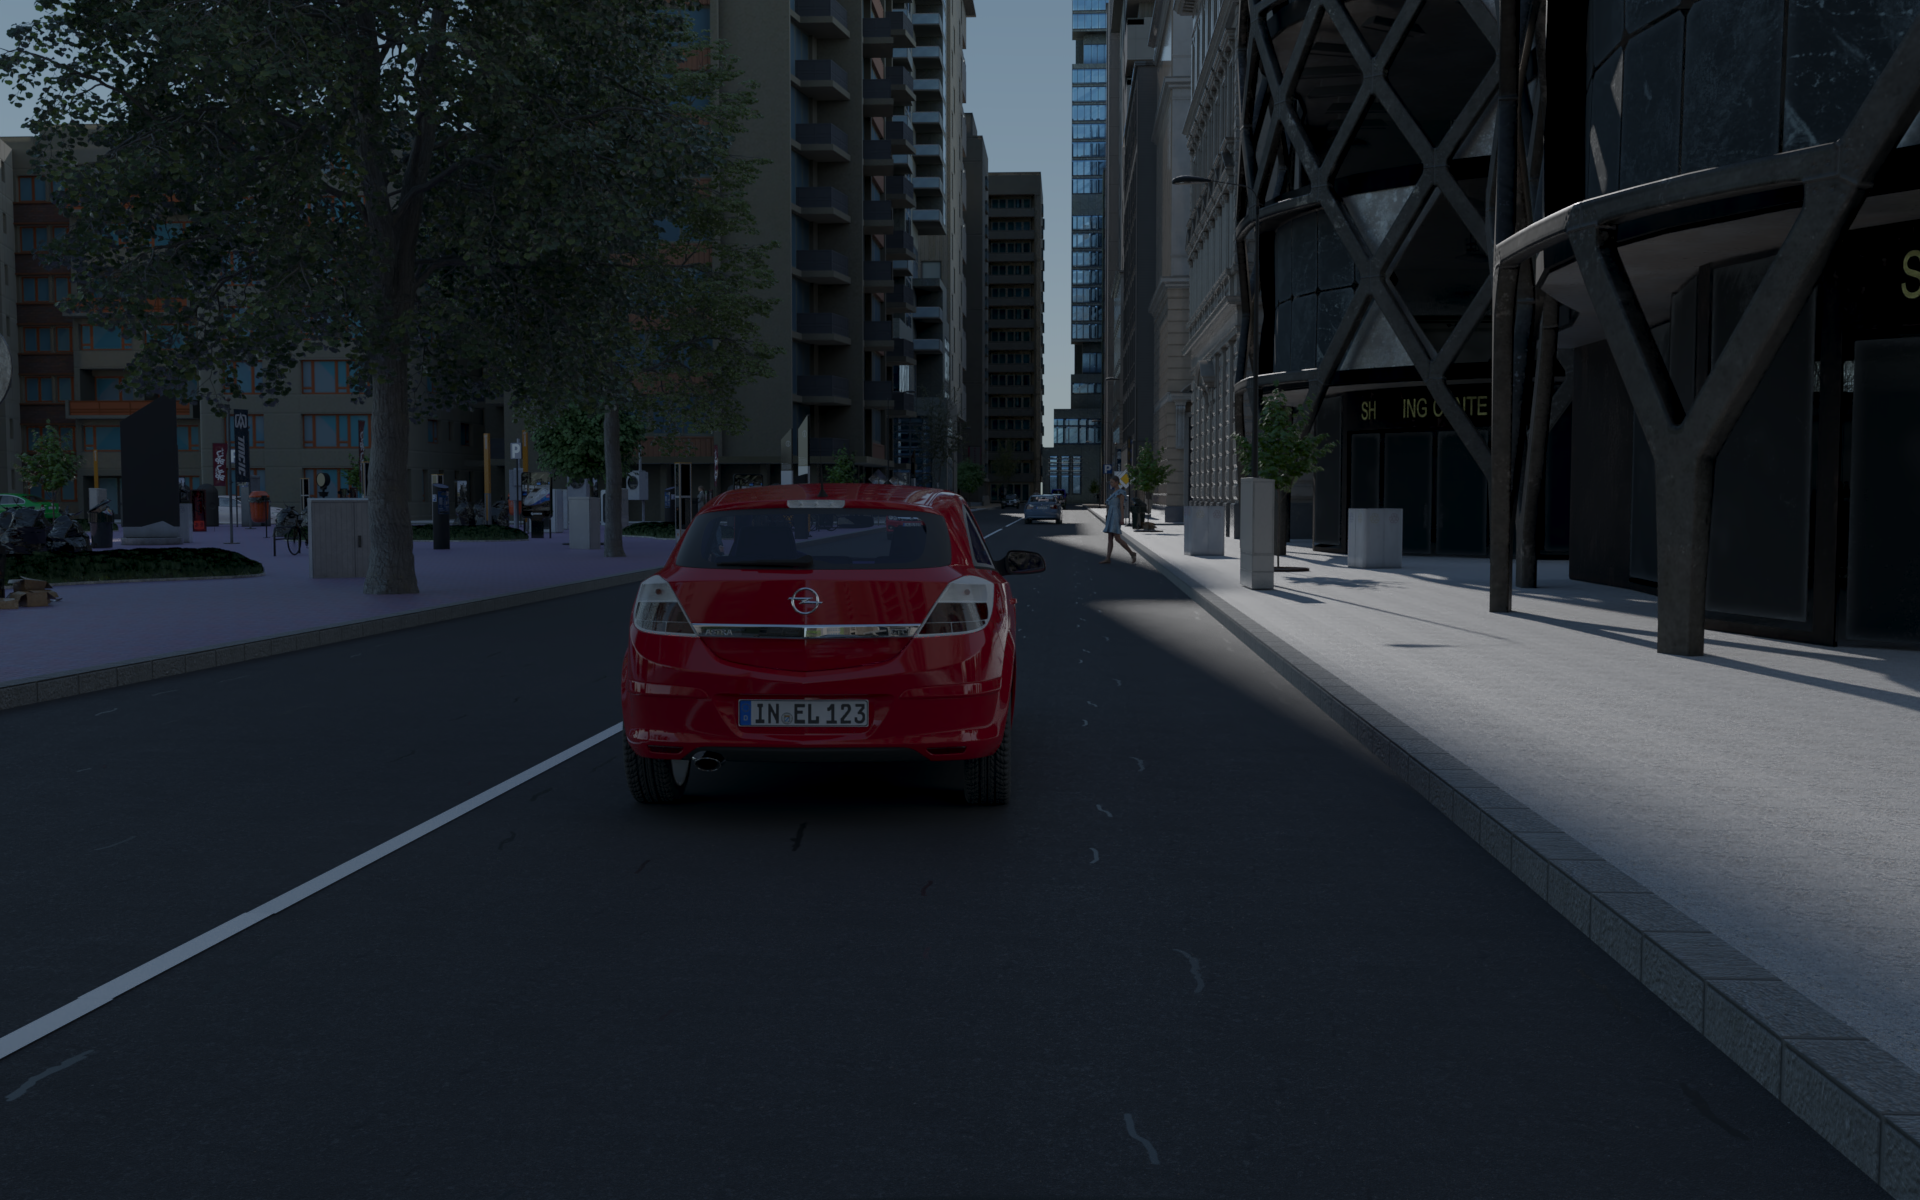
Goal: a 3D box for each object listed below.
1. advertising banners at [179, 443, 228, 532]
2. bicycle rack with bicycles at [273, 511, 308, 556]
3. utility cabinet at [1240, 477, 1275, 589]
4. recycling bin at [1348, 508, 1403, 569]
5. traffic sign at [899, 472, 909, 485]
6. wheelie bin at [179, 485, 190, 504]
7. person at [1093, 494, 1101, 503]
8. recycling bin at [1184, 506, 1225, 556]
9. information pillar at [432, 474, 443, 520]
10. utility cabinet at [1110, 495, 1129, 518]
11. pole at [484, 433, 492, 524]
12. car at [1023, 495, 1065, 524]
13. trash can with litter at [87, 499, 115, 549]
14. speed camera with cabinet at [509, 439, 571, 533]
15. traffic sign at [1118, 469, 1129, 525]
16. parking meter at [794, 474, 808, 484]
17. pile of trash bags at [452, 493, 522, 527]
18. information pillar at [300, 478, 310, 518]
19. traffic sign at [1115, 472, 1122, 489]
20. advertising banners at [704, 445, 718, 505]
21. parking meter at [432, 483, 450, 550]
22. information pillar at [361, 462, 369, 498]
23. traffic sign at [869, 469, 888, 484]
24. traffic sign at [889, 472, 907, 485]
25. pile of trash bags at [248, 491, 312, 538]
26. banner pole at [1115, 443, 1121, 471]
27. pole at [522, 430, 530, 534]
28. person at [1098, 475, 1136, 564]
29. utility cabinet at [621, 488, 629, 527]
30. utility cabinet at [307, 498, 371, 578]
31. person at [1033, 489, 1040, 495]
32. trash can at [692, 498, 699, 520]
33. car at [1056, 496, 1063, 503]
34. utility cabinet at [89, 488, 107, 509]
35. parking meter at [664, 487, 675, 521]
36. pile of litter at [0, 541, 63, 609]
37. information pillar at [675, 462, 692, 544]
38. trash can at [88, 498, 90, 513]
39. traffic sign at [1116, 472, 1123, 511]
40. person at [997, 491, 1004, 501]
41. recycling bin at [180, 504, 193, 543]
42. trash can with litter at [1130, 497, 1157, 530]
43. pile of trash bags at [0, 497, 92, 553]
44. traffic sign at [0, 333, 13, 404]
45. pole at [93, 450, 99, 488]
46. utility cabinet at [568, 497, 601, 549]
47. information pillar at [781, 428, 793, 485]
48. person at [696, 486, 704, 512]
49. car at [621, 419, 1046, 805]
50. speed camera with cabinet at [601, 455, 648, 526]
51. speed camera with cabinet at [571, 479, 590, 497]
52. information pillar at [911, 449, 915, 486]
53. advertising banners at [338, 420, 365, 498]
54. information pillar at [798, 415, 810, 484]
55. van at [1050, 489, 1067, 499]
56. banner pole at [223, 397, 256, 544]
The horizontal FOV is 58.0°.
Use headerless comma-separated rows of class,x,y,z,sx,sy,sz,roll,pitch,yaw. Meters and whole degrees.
advertising banners,-25.952,-3.836,58.901,2.074,3.025,0.090,-2,4,-23
bicycle rack with bicycles,-13.221,-1.434,36.833,2.852,0.926,2.925,0,4,-4
utility cabinet,4.062,-0.914,23.626,0.318,1.500,1.173,0,4,2
recycling bin,7.213,-1.073,30.099,0.722,1.027,0.722,-1,4,-11
traffic sign,-2.680,-4.863,81.634,0.606,2.300,0.079,1,4,10
wheelie bin,-27.514,-3.246,60.975,0.693,1.594,0.980,-3,5,-42
person,18.504,-13.646,232.428,1.217,1.723,0.721,1,4,13
recycling bin,5.115,-1.451,36.280,0.722,1.027,0.722,0,4,-5
information pillar,-19.520,-3.686,64.752,0.304,2.012,0.304,2,4,30
utility cabinet,8.631,-5.034,93.475,1.020,1.237,0.306,-1,4,-16
pole,-15.919,-3.946,58.365,0.158,3.312,0.155,0,3,0
car,4.054,-4.401,83.961,2.014,1.417,4.499,0,4,5
trash can with litter,-20.518,-1.801,40.838,1.055,1.170,0.624,-1,4,-17
speed camera with cabinet,-15.122,-4.151,62.197,2.038,3.252,0.660,-1,4,-13
traffic sign,6.629,-4.011,69.222,0.795,2.450,0.064,0,4,4
parking meter,-4.546,-2.671,49.387,0.399,1.863,0.255,0,4,8
pile of trash bags,-18.243,-3.538,67.598,3.447,1.369,1.912,3,4,37
information pillar,-30.228,-4.616,79.958,0.304,2.012,0.304,-3,5,-41
traffic sign,7.271,-4.656,78.251,0.606,2.300,0.079,0,4,4
advertising banners,-8.930,-4.034,62.138,0.090,3.025,2.074,-1,4,-21
parking meter,-12.043,-1.944,40.200,0.372,1.533,0.369,0,3,0
information pillar,-13.363,-2.125,39.234,0.304,2.012,0.304,-2,4,-28
traffic sign,-3.294,-4.050,69.864,0.795,2.450,0.064,0,4,4
traffic sign,-2.794,-4.538,77.833,0.795,2.450,0.064,0,4,4
pile of trash bags,-19.846,-2.581,51.953,1.912,1.369,3.447,2,4,27
banner pole,7.697,-5.783,84.571,0.401,3.779,0.863,-1,4,-20
pole,-13.855,-3.757,55.273,0.158,3.312,0.155,0,3,0
person,3.218,-1.646,35.500,0.778,1.811,0.616,0,4,-5
utility cabinet,-12.378,-3.319,62.943,0.318,1.500,1.173,1,4,9
utility cabinet,-9.464,-0.947,26.646,1.020,1.237,0.306,-2,4,-32
person,5.631,-7.313,128.266,0.606,1.804,0.583,-1,4,-14
trash can,-10.532,-3.425,67.656,0.748,1.137,0.748,0,3,0
car,5.820,-6.325,115.780,2.083,1.381,4.827,0,4,4
utility cabinet,-32.524,-3.469,65.404,0.318,1.500,1.173,-1,4,-11
parking meter,-9.850,-3.086,58.865,0.372,1.533,0.369,0,3,0
pile of litter,-10.937,-0.365,19.932,1.176,0.858,1.719,1,4,11
information pillar,-6.458,-2.199,40.448,0.304,2.012,0.304,-2,4,-30
trash can,-34.884,-3.571,70.032,0.748,1.137,0.748,0,3,0
traffic sign,7.129,-4.498,77.192,0.795,2.450,0.064,0,4,4
person,5.694,-13.851,234.599,1.348,1.869,0.705,2,4,25
recycling bin,-20.641,-2.021,45.596,0.722,1.027,0.722,-1,4,-16
trash can with litter,6.630,-3.111,62.258,0.624,1.170,1.055,-3,5,-45
pile of trash bags,-16.990,-1.258,30.316,1.912,1.369,3.447,1,4,14
traffic sign,-7.018,-0.738,12.177,0.768,2.556,0.104,0,4,7
pole,-39.645,-5.240,79.515,0.158,3.312,0.155,0,3,0
utility cabinet,-8.785,-1.798,40.552,0.306,1.237,1.020,-3,5,-40
information pillar,-6.134,-4.294,61.568,0.504,3.616,0.183,2,4,33
person,-11.208,-3.993,74.054,0.573,1.790,0.520,-1,4,-11
car,-0.598,-0.028,9.492,2.155,1.783,4.494,0,4,2
speed camera with cabinet,-13.367,-4.562,68.927,2.038,3.252,0.660,2,4,31
speed camera with cabinet,-24.862,-7.307,113.798,2.038,3.252,0.660,1,4,22
information pillar,-2.459,-6.107,91.200,0.183,3.616,0.504,-1,4,-22
advertising banners,-14.115,-2.697,40.285,0.090,3.025,2.074,0,4,-2
information pillar,-4.625,-3.679,51.505,0.183,3.616,0.504,-3,5,-41
van,12.370,-13.039,217.566,2.240,2.365,5.245,0,4,3
banner pole,-18.688,-3.349,44.780,0.401,3.779,0.863,2,4,26
